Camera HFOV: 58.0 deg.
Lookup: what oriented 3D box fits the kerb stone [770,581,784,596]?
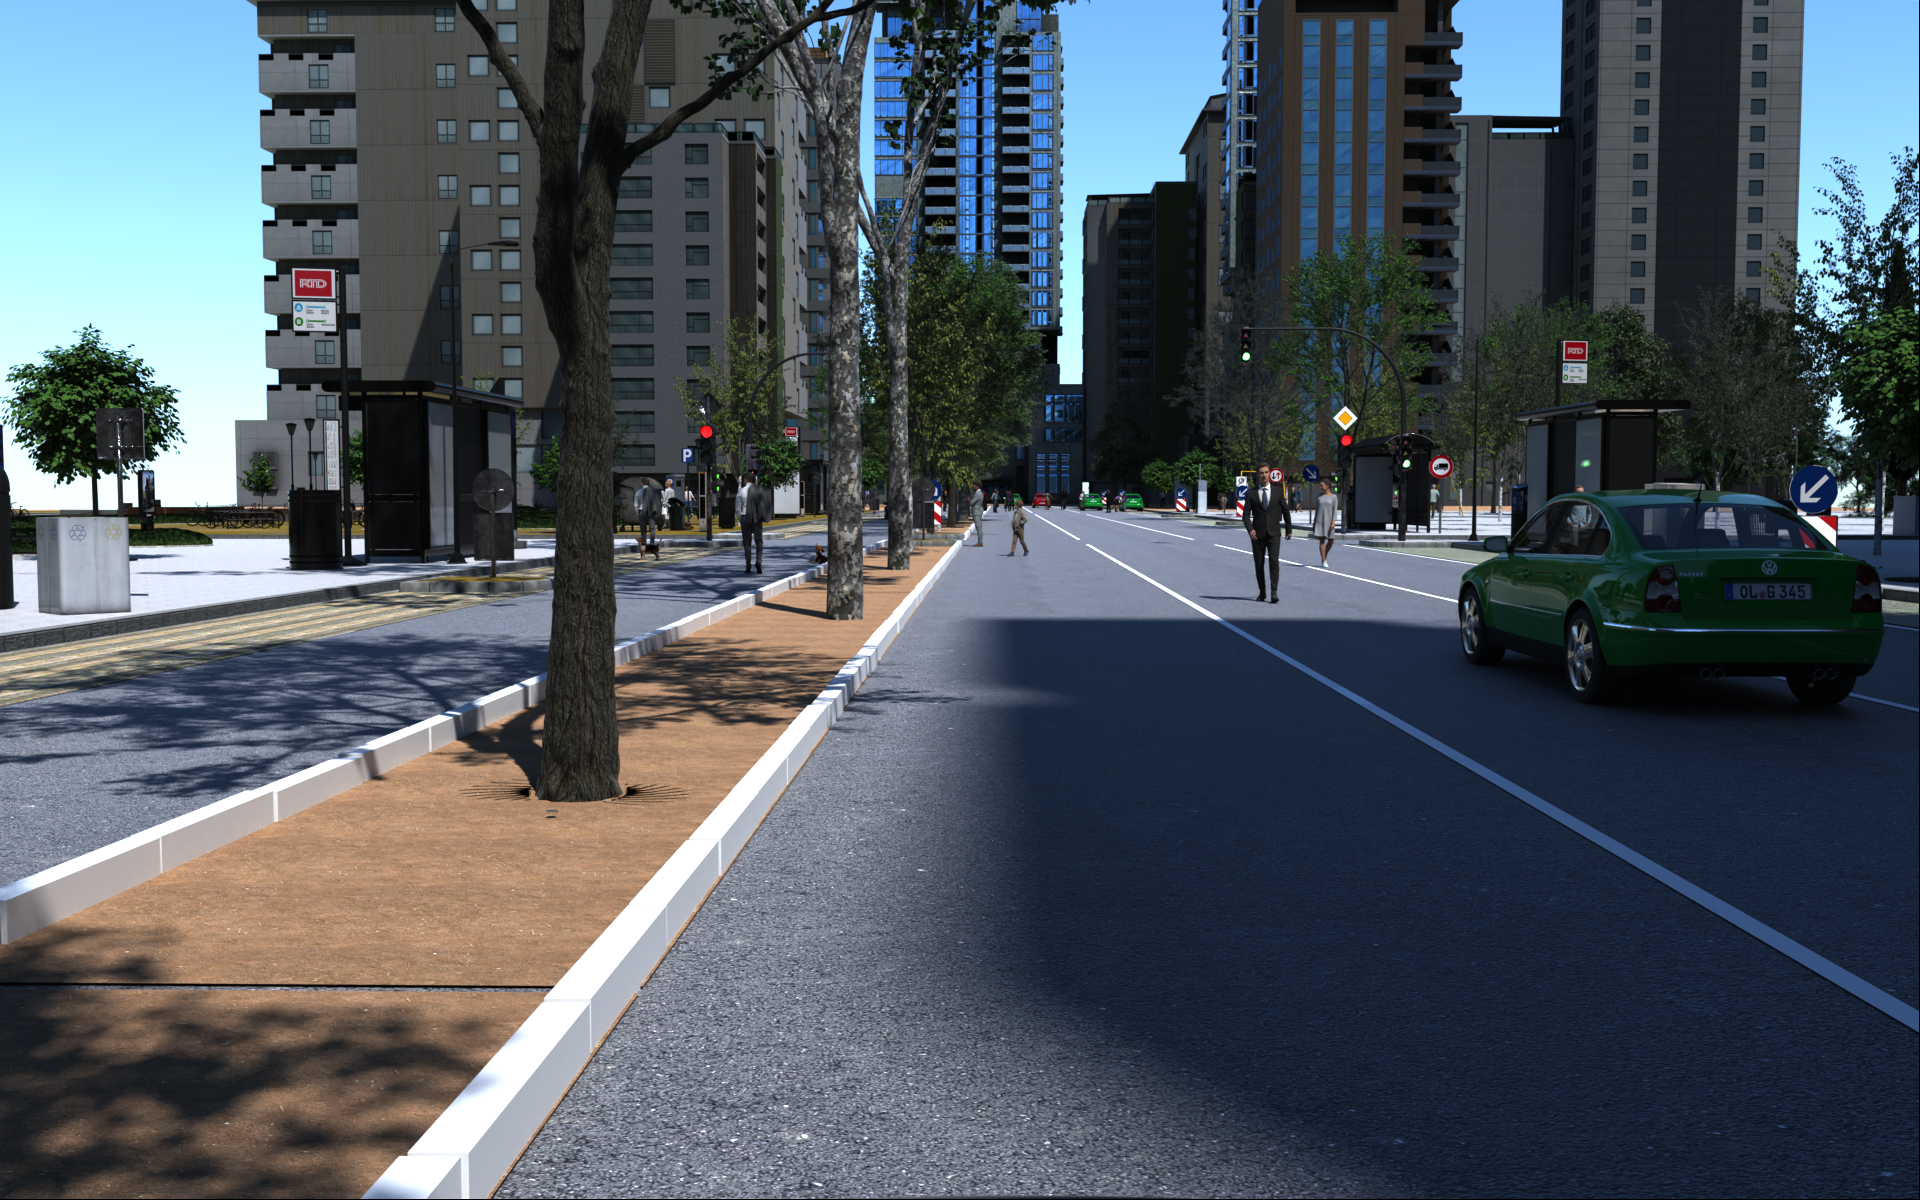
[{"bbox_3d":[-2.638,-0.135,24.403,0.120,0.150,1.000,0,4,1],"label":"kerb stone"}]

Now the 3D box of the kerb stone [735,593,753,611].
[{"bbox_3d":[-2.710,0.054,21.330,0.120,0.150,1.000,0,4,1],"label":"kerb stone"}]

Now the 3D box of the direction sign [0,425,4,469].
[{"bbox_3d":[-31.537,-3.954,56.647,0.876,3.537,0.379,2,4,29],"label":"direction sign"}]

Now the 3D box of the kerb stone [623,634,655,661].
[{"bbox_3d":[-2.858,0.432,15.180,0.120,0.150,1.000,0,4,1],"label":"kerb stone"}]

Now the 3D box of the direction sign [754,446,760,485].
[{"bbox_3d":[-9.722,-5.500,81.921,0.379,3.537,0.876,2,4,26],"label":"direction sign"}]

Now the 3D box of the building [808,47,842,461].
[{"bbox_3d":[-29.004,-42.230,232.462,28.212,58.520,21.231,0,4,1],"label":"building"}]

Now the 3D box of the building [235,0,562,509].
[{"bbox_3d":[-58.160,-36.435,184.945,27.495,52.752,28.713,0,4,1],"label":"building"}]

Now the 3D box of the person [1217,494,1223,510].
[{"bbox_3d":[20.739,-8.050,138.215,0.434,1.755,0.990,-1,4,-12],"label":"person"}]

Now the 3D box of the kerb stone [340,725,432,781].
[{"bbox_3d":[-2.994,0.805,9.039,0.120,0.150,1.000,0,4,1],"label":"kerb stone"}]

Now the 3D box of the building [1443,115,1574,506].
[{"bbox_3d":[57.809,-30.974,190.016,14.086,41.232,14.154,0,4,1],"label":"building"}]

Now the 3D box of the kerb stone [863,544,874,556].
[{"bbox_3d":[-2.239,-1.201,41.827,0.120,0.150,1.000,0,4,1],"label":"kerb stone"}]

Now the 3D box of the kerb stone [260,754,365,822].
[{"bbox_3d":[-3.008,0.875,8.014,0.120,0.150,1.000,0,4,1],"label":"kerb stone"}]

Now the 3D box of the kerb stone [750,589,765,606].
[{"bbox_3d":[-2.683,-0.009,22.355,0.120,0.150,1.000,0,4,1],"label":"kerb stone"}]

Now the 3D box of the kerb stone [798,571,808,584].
[{"bbox_3d":[-2.566,-0.316,27.469,0.120,0.150,1.000,0,4,1],"label":"kerb stone"}]

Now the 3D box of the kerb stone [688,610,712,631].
[{"bbox_3d":[-2.788,0.242,18.248,0.120,0.150,1.000,0,4,1],"label":"kerb stone"}]

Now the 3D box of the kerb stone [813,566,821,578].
[{"bbox_3d":[-2.522,-0.442,29.525,0.120,0.150,1.000,0,4,1],"label":"kerb stone"}]

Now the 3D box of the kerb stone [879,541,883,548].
[{"bbox_3d":[-2.166,-1.384,44.916,0.120,0.150,1.000,0,4,1],"label":"kerb stone"}]

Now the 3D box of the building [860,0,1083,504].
[{"bbox_3d":[0.629,-56.226,231.966,31.000,86.520,22.319,0,4,1],"label":"building"}]

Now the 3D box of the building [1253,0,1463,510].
[{"bbox_3d":[32.508,-30.201,143.900,14.600,45.320,14.200,0,4,1],"label":"building"}]

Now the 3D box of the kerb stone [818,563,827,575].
[{"bbox_3d":[-2.501,-0.510,30.555,0.120,0.150,1.000,0,4,1],"label":"kerb stone"}]

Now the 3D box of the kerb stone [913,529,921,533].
[{"bbox_3d":[-1.669,-2.734,66.980,0.120,0.150,1.000,0,4,1],"label":"kerb stone"}]

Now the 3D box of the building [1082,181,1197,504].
[{"bbox_3d":[23.444,-33.358,229.003,14.086,41.232,14.154,0,4,1],"label":"building"}]

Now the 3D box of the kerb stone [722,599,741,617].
[{"bbox_3d":[-2.736,0.118,20.306,0.120,0.150,1.000,0,4,1],"label":"kerb stone"}]

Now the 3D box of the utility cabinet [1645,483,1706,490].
[{"bbox_3d":[15.338,-1.744,37.193,1.173,1.500,0.318,2,4,35],"label":"utility cabinet"}]

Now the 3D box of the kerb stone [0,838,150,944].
[{"bbox_3d":[-3.058,0.992,5.970,0.120,0.150,1.000,0,4,1],"label":"kerb stone"}]

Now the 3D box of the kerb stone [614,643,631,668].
[{"bbox_3d":[-2.881,0.492,14.158,0.120,0.150,1.000,0,4,1],"label":"kerb stone"}]

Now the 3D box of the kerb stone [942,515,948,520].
[{"bbox_3d":[-0.866,-4.871,101.832,0.120,0.150,1.000,0,4,1],"label":"kerb stone"}]

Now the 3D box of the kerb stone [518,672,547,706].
[{"bbox_3d":[-2.926,0.617,12.109,0.120,0.150,1.000,0,4,1],"label":"kerb stone"}]

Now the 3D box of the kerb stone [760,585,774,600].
[{"bbox_3d":[-2.665,-0.071,23.381,0.120,0.150,1.000,0,4,1],"label":"kerb stone"}]

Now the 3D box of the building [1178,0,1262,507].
[{"bbox_3d":[35.762,-53.040,179.880,22.319,86.520,31.000,0,4,1],"label":"building"}]

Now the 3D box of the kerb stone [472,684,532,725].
[{"bbox_3d":[-2.953,0.681,11.082,0.120,0.150,1.000,0,4,1],"label":"kerb stone"}]

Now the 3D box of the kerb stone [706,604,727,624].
[{"bbox_3d":[-2.757,0.179,19.272,0.120,0.150,1.000,0,4,1],"label":"kerb stone"}]

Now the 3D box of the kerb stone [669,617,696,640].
[{"bbox_3d":[-2.801,0.307,17.224,0.120,0.150,1.000,0,4,1],"label":"kerb stone"}]

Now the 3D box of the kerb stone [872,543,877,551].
[{"bbox_3d":[-2.211,-1.264,42.860,0.120,0.150,1.000,0,4,1],"label":"kerb stone"}]

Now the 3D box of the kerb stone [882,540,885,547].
[{"bbox_3d":[-2.154,-1.452,45.938,0.120,0.150,1.000,0,4,1],"label":"kerb stone"}]

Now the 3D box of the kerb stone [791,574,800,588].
[{"bbox_3d":[-2.595,-0.260,26.447,0.120,0.150,1.000,0,4,1],"label":"kerb stone"}]

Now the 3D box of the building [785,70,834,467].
[{"bbox_3d":[-29.140,-34.681,186.643,30.456,49.044,23.786,0,4,1],"label":"building"}]

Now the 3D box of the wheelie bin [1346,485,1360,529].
[{"bbox_3d":[14.520,-3.397,63.454,0.693,1.594,0.980,-2,4,-33],"label":"wheelie bin"}]

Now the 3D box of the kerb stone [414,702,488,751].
[{"bbox_3d":[-2.967,0.742,10.060,0.120,0.150,1.000,0,4,1],"label":"kerb stone"}]

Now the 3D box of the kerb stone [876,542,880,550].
[{"bbox_3d":[-2.197,-1.327,43.888,0.120,0.150,1.000,0,4,1],"label":"kerb stone"}]

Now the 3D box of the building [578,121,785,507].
[{"bbox_3d":[-21.880,-22.411,138.127,14.160,30.474,14.107,0,4,1],"label":"building"}]

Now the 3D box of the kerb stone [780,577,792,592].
[{"bbox_3d":[-2.619,-0.197,25.425,0.120,0.150,1.000,0,4,1],"label":"kerb stone"}]

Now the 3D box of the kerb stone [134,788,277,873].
[{"bbox_3d":[-3.040,0.930,6.992,0.120,0.150,1.000,0,4,1],"label":"kerb stone"}]

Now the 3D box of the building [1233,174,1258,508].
[{"bbox_3d":[31.918,-23.657,158.498,14.160,30.474,14.107,0,4,1],"label":"building"}]

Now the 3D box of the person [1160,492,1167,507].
[{"bbox_3d":[19.593,-9.780,166.881,0.756,1.711,0.436,1,4,15],"label":"person"}]

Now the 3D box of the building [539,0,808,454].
[{"bbox_3d":[-28.632,-34.844,158.940,28.713,52.752,27.495,0,4,1],"label":"building"}]

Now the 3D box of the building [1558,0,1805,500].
[{"bbox_3d":[75.084,-45.715,185.688,20.611,71.187,20.563,0,4,1],"label":"building"}]

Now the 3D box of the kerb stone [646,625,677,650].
[{"bbox_3d":[-2.824,0.367,16.201,0.120,0.150,1.000,0,4,1],"label":"kerb stone"}]

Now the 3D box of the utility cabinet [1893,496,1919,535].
[{"bbox_3d":[29.790,-2.645,54.399,0.306,1.237,1.020,-1,4,-10],"label":"utility cabinet"}]

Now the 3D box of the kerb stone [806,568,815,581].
[{"bbox_3d":[-2.546,-0.383,28.499,0.120,0.150,1.000,0,4,1],"label":"kerb stone"}]

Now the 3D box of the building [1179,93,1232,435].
[{"bbox_3d":[44.686,-39.430,233.918,27.495,52.752,28.713,0,4,1],"label":"building"}]
